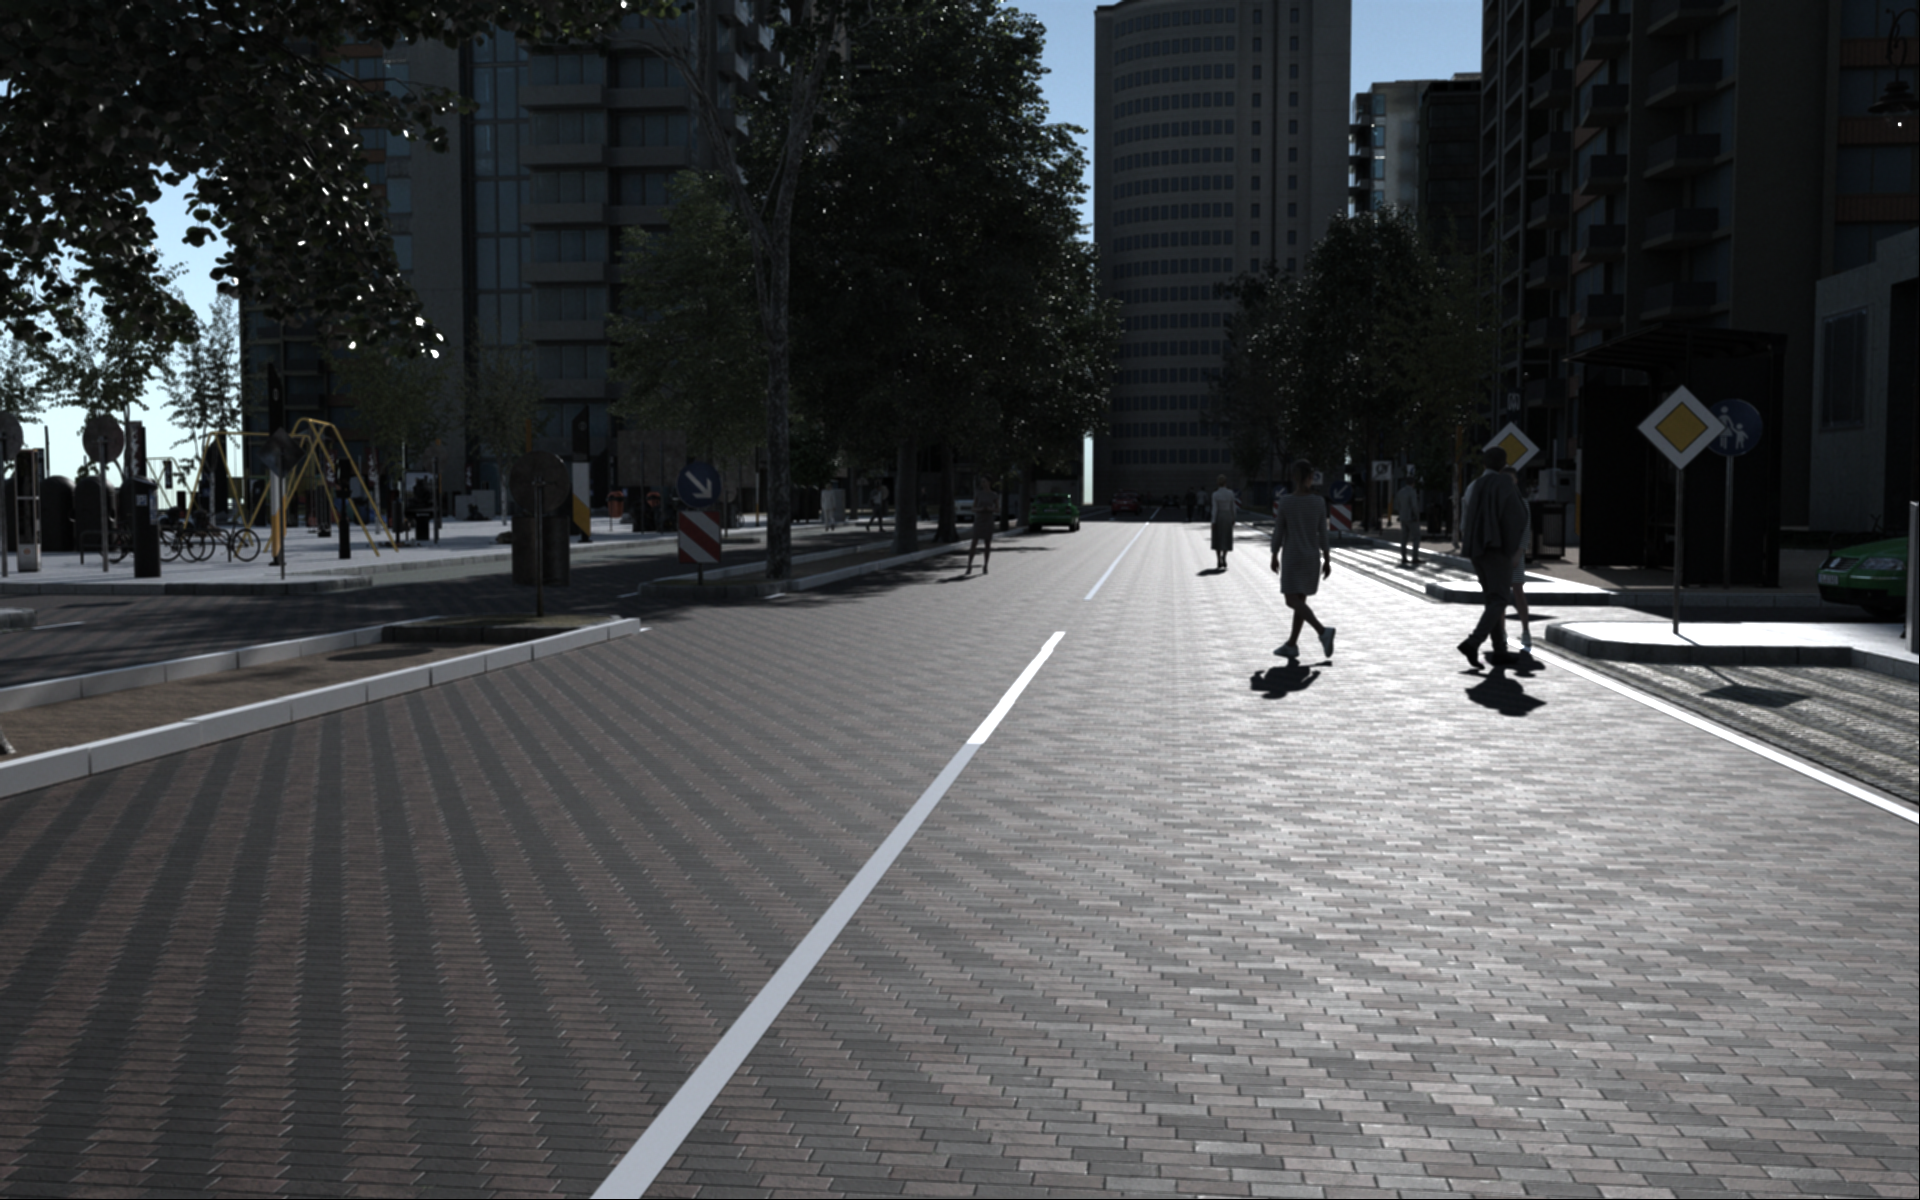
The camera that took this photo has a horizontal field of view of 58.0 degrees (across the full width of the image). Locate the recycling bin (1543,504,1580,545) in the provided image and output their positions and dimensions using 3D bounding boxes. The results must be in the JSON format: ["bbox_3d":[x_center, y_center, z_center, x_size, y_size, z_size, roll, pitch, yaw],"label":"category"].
[{"bbox_3d":[15.201,-1.901,43.638,0.722,1.027,0.722,-2,4,-27],"label":"recycling bin"}]

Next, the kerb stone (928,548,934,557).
[{"bbox_3d":[-0.778,-1.047,39.346,0.120,0.150,1.000,0,4,7],"label":"kerb stone"}]

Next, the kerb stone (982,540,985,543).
[{"bbox_3d":[0.707,-1.794,51.558,0.120,0.150,1.000,0,4,7],"label":"kerb stone"}]

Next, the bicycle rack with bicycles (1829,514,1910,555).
[{"bbox_3d":[16.515,-1.004,29.799,2.925,0.926,2.852,0,4,3],"label":"bicycle rack with bicycles"}]

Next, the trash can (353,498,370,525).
[{"bbox_3d":[-24.679,-3.656,71.437,0.748,1.137,0.748,0,3,0],"label":"trash can"}]

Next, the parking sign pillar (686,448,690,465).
[{"bbox_3d":[-15.954,-6.891,101.144,1.447,3.967,1.447,-1,4,-10],"label":"parking sign pillar"}]

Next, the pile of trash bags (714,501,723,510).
[{"bbox_3d":[-11.441,-3.852,72.726,3.447,1.369,1.912,0,4,-7],"label":"pile of trash bags"}]

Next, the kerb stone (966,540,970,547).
[{"bbox_3d":[0.086,-1.483,46.468,0.120,0.150,1.000,0,4,7],"label":"kerb stone"}]

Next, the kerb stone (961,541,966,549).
[{"bbox_3d":[-0.036,-1.422,45.453,0.120,0.150,1.000,0,4,7],"label":"kerb stone"}]

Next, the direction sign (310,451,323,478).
[{"bbox_3d":[-34.183,-6.115,91.977,0.379,3.537,0.876,2,4,35],"label":"direction sign"}]

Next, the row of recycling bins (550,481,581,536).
[{"bbox_3d":[-12.463,-2.927,54.975,1.069,1.692,3.534,0,4,-7],"label":"row of recycling bins"}]

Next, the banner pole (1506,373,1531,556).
[{"bbox_3d":[11.562,-2.807,35.912,0.863,3.779,0.401,-2,4,-34],"label":"banner pole"}]

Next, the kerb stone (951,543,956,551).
[{"bbox_3d":[-0.284,-1.298,43.411,0.120,0.150,1.000,0,4,7],"label":"kerb stone"}]

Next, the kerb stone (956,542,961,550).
[{"bbox_3d":[-0.156,-1.358,44.435,0.120,0.150,1.000,0,4,7],"label":"kerb stone"}]

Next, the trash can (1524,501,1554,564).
[{"bbox_3d":[10.412,-1.255,32.174,0.748,1.137,0.748,0,3,0],"label":"trash can"}]

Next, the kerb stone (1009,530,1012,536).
[{"bbox_3d":[1.583,-2.233,58.708,0.120,0.150,1.000,0,4,7],"label":"kerb stone"}]

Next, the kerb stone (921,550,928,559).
[{"bbox_3d":[-0.900,-0.983,38.327,0.120,0.150,1.000,0,4,7],"label":"kerb stone"}]

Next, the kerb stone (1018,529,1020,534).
[{"bbox_3d":[1.945,-2.419,61.753,0.120,0.150,1.000,0,4,7],"label":"kerb stone"}]

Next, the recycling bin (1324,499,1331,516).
[{"bbox_3d":[20.275,-5.138,96.556,0.722,1.027,0.722,0,4,1],"label":"recycling bin"}]

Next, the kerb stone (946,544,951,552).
[{"bbox_3d":[-0.400,-1.235,42.396,0.120,0.150,1.000,0,4,7],"label":"kerb stone"}]

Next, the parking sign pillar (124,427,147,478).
[{"bbox_3d":[-32.750,-4.913,68.800,1.447,3.967,1.447,0,4,-6],"label":"parking sign pillar"}]

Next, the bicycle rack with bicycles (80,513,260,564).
[{"bbox_3d":[-15.025,-1.159,32.333,2.925,0.926,2.852,1,4,20],"label":"bicycle rack with bicycles"}]

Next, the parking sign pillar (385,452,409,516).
[{"bbox_3d":[-33.205,-6.960,102.273,1.447,3.967,1.447,-1,4,-19],"label":"parking sign pillar"}]

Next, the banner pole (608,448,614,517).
[{"bbox_3d":[-19.215,-6.441,95.331,0.401,3.779,0.863,1,4,13],"label":"banner pole"}]

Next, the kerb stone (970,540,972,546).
[{"bbox_3d":[0.205,-1.544,47.484,0.120,0.150,1.000,0,4,7],"label":"kerb stone"}]

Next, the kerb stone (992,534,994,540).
[{"bbox_3d":[0.836,-1.859,52.584,0.120,0.150,1.000,0,4,7],"label":"kerb stone"}]

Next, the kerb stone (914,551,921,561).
[{"bbox_3d":[-1.016,-0.924,37.303,0.120,0.150,1.000,0,4,7],"label":"kerb stone"}]

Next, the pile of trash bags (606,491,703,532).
[{"bbox_3d":[-10.723,-3.033,59.339,3.447,1.369,1.912,2,4,29],"label":"pile of trash bags"}]

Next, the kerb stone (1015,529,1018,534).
[{"bbox_3d":[1.831,-2.357,60.737,0.120,0.150,1.000,0,4,7],"label":"kerb stone"}]

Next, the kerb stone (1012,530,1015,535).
[{"bbox_3d":[1.703,-2.295,59.723,0.120,0.150,1.000,0,4,7],"label":"kerb stone"}]

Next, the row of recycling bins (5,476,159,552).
[{"bbox_3d":[-19.690,-1.934,38.730,3.534,1.692,1.069,0,4,3],"label":"row of recycling bins"}]

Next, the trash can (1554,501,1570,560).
[{"bbox_3d":[11.548,-1.363,33.945,0.748,1.137,0.748,0,3,0],"label":"trash can"}]

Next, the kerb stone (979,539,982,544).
[{"bbox_3d":[0.456,-1.672,49.529,0.120,0.150,1.000,0,4,7],"label":"kerb stone"}]

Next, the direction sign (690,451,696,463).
[{"bbox_3d":[-13.677,-5.920,88.795,0.379,3.537,0.876,1,4,12],"label":"direction sign"}]

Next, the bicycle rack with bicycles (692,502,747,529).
[{"bbox_3d":[-9.747,-3.065,63.494,2.925,0.926,2.852,3,4,36],"label":"bicycle rack with bicycles"}]

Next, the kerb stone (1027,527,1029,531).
[{"bbox_3d":[2.435,-2.668,65.814,0.120,0.150,1.000,0,4,7],"label":"kerb stone"}]

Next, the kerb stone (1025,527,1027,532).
[{"bbox_3d":[2.316,-2.606,64.799,0.120,0.150,1.000,0,4,7],"label":"kerb stone"}]

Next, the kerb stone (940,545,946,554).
[{"bbox_3d":[-0.527,-1.172,41.379,0.120,0.150,1.000,0,4,7],"label":"kerb stone"}]

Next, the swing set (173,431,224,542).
[{"bbox_3d":[-17.862,-2.872,44.582,2.862,2.851,3.119,2,4,30],"label":"swing set"}]

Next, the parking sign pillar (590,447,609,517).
[{"bbox_3d":[-20.791,-6.798,99.616,1.447,3.967,1.447,2,4,30],"label":"parking sign pillar"}]

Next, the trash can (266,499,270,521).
[{"bbox_3d":[-31.413,-4.133,79.228,0.748,1.137,0.748,0,3,0],"label":"trash can"}]

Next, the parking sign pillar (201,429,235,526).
[{"bbox_3d":[-30.629,-5.057,71.149,1.447,3.967,1.447,0,4,6],"label":"parking sign pillar"}]

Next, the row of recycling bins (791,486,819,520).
[{"bbox_3d":[-8.185,-4.852,86.444,1.069,1.692,3.534,2,4,26],"label":"row of recycling bins"}]

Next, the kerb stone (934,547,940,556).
[{"bbox_3d":[-0.654,-1.106,40.365,0.120,0.150,1.000,0,4,7],"label":"kerb stone"}]

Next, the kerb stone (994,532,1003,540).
[{"bbox_3d":[1.203,-2.046,55.649,0.120,0.150,1.000,0,4,7],"label":"kerb stone"}]

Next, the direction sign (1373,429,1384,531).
[{"bbox_3d":[14.746,-4.217,60.953,0.379,3.537,0.876,0,4,-2],"label":"direction sign"}]

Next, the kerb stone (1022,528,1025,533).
[{"bbox_3d":[2.198,-2.543,63.783,0.120,0.150,1.000,0,4,7],"label":"kerb stone"}]

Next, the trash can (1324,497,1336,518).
[{"bbox_3d":[19.935,-4.985,93.152,0.748,1.137,0.748,0,3,0],"label":"trash can"}]

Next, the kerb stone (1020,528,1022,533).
[{"bbox_3d":[2.068,-2.479,62.768,0.120,0.150,1.000,0,4,7],"label":"kerb stone"}]

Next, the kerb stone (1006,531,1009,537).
[{"bbox_3d":[1.447,-2.171,57.685,0.120,0.150,1.000,0,4,7],"label":"kerb stone"}]

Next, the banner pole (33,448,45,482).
[{"bbox_3d":[-44.056,-5.703,83.254,0.863,3.779,0.401,-1,4,-22],"label":"banner pole"}]

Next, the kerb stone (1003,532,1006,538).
[{"bbox_3d":[1.319,-2.105,56.665,0.120,0.150,1.000,0,4,7],"label":"kerb stone"}]

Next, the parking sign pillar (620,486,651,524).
[{"bbox_3d":[-14.035,-5.295,75.045,1.447,3.967,1.447,3,4,38],"label":"parking sign pillar"}]
